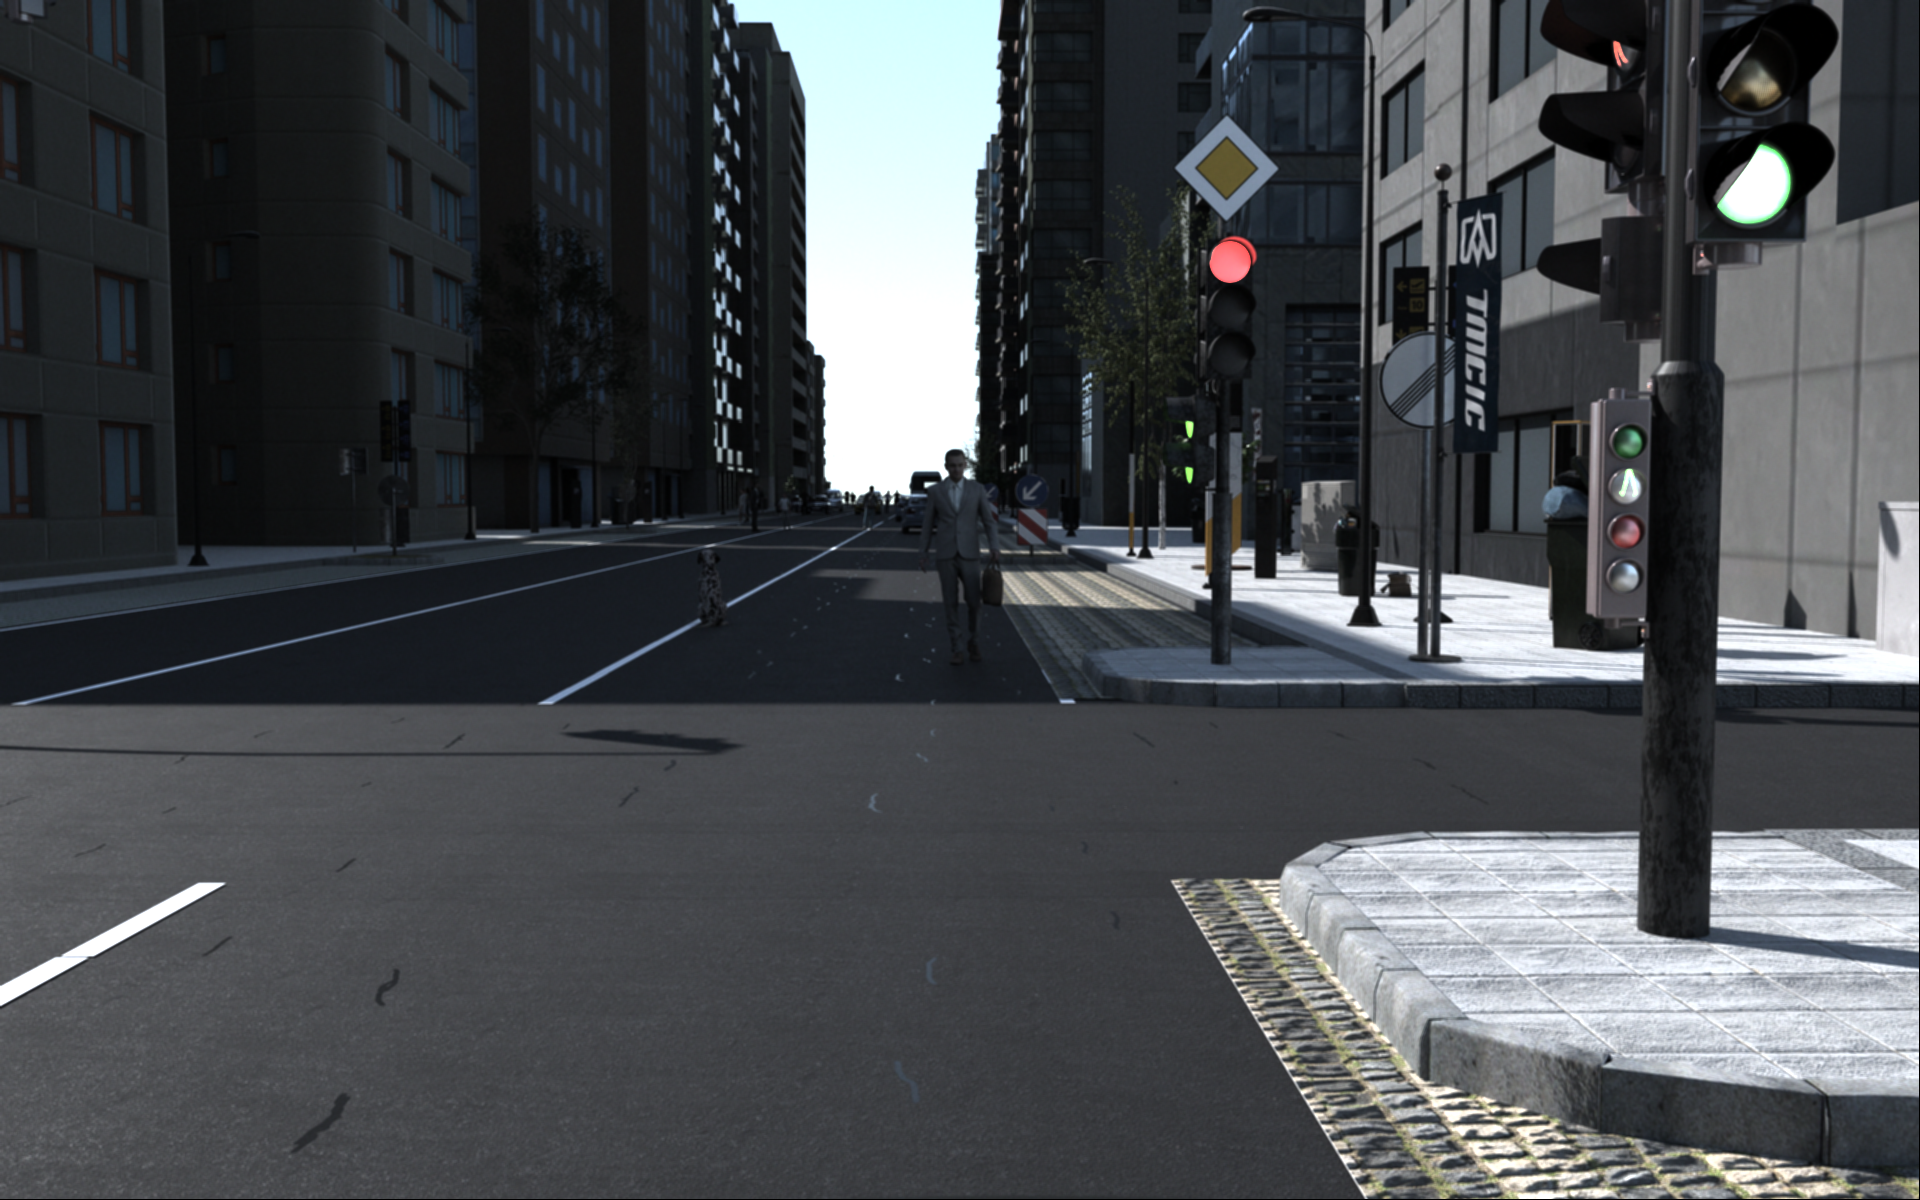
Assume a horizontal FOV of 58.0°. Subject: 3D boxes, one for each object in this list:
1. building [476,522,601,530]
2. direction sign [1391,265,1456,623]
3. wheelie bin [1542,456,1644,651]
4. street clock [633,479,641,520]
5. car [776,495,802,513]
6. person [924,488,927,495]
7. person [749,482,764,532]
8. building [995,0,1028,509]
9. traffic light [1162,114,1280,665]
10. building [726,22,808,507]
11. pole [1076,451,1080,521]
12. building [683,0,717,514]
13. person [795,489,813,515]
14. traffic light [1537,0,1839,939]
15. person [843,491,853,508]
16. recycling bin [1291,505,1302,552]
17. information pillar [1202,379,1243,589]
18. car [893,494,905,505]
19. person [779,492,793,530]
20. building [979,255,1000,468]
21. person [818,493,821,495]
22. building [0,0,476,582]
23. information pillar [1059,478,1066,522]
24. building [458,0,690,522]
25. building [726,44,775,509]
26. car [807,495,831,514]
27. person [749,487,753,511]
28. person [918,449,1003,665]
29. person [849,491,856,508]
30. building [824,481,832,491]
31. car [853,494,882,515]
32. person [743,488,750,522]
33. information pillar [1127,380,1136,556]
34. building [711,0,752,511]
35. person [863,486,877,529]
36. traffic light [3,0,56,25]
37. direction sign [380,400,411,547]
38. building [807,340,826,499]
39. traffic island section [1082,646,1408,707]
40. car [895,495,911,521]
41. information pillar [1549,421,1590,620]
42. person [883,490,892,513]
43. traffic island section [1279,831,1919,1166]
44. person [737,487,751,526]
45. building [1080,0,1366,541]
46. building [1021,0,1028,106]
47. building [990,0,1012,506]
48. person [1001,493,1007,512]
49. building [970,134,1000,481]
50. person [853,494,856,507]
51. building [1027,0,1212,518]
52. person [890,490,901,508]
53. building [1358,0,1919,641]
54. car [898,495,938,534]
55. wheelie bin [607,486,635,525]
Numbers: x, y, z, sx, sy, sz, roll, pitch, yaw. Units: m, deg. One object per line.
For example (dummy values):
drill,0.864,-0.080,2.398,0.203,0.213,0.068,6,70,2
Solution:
building,-22.177,-25.543,67.732,14.600,45.320,14.200,0,4,-1
direction sign,4.748,-1.546,17.277,0.876,3.537,0.379,1,4,17
wheelie bin,5.271,-0.398,14.416,0.980,1.594,0.693,-3,4,-36
street clock,-16.089,-4.983,86.048,0.471,2.002,0.358,3,4,37
car,-12.881,-7.243,131.009,1.945,1.354,3.894,0,4,1
person,-2.060,-5.785,103.173,0.705,1.812,1.348,1,4,17
person,-7.678,-3.530,65.576,0.474,1.900,0.648,0,4,6
building,14.327,-30.209,148.537,22.147,44.769,28.867,0,4,-1
traffic light,1.955,-1.472,12.985,0.839,4.253,0.868,0,4,-1
building,-27.633,-34.201,182.889,21.300,48.544,21.600,0,4,-1
pole,5.544,-5.352,81.352,0.158,3.312,0.155,0,3,0
building,-23.316,-25.995,108.610,14.154,41.232,14.086,0,4,-1
person,-10.589,-6.679,117.833,1.348,1.807,0.705,2,4,24
traffic light,-0.019,-1.845,4.829,4.771,5.953,1.251,0,4,-1
person,-11.471,-10.214,176.317,1.217,1.723,0.721,0,4,-7
recycling bin,7.673,-1.585,38.463,0.722,1.027,0.722,1,4,21
information pillar,3.550,-1.959,23.378,0.504,3.616,0.183,0,4,2
car,-7.822,-13.273,227.244,2.015,1.641,3.980,0,4,-2
person,-6.981,-3.576,69.565,0.503,1.515,0.523,-2,4,-33
building,9.273,-26.803,209.922,14.160,30.474,14.107,0,4,-1
person,-15.716,-11.336,194.569,0.628,1.438,0.799,0,4,6
building,-28.016,-11.695,36.253,27.650,21.520,28.899,0,4,-1
information pillar,4.730,-4.619,80.019,0.304,2.012,0.304,0,4,-8
building,-22.831,-27.168,94.308,14.600,45.320,14.200,0,4,-1
building,-24.243,-28.748,153.627,14.154,41.232,14.086,0,4,-1
car,-10.158,-6.807,123.872,1.945,1.354,3.894,0,4,-1
person,-16.044,-7.787,133.369,0.705,1.822,1.348,-1,4,-21
person,0.006,-0.367,14.624,0.709,1.813,0.853,0,4,-3
person,-11.470,-10.641,183.307,1.217,1.723,0.721,3,4,36
building,-33.926,-33.197,234.655,32.217,40.220,23.993,0,4,-1
car,-6.498,-6.856,122.326,2.015,1.641,3.980,0,4,1
person,-11.114,-4.928,89.798,0.721,1.735,1.217,0,4,2
information pillar,3.560,-2.720,35.830,0.183,3.616,0.504,0,4,8
building,-28.659,-31.268,130.839,23.786,49.044,30.456,0,4,-1
person,-3.668,-3.775,70.563,0.623,1.781,0.721,0,4,2
traffic light,-9.215,-2.335,12.842,4.771,5.953,1.251,0,4,-1
direction sign,-13.671,-3.058,42.000,0.876,3.537,0.379,1,4,21
building,-30.916,-22.253,208.871,27.650,21.520,28.899,0,4,-1
traffic island section,1.995,0.562,13.100,2.009,0.180,2.903,0,4,-1
car,-2.493,-4.909,92.262,2.014,1.417,4.499,0,4,1
information pillar,6.192,-0.798,17.538,0.304,2.012,0.304,-3,5,-43
person,-5.460,-7.454,131.318,0.756,1.711,0.436,-1,4,-22
traffic island section,2.111,1.050,5.115,2.009,0.180,2.903,0,4,-1
person,-9.889,-4.272,79.101,0.466,1.731,0.760,3,4,38
building,16.857,-45.754,60.752,22.319,86.520,31.000,0,4,-1
building,15.684,-30.533,118.816,23.786,49.044,30.456,0,4,-1
building,12.795,-46.064,191.402,20.563,71.187,20.611,0,4,-1
person,3.161,-7.255,125.575,0.541,1.710,0.530,-2,4,-34
building,13.200,-37.434,231.655,23.786,49.044,30.456,0,4,-1
person,-11.808,-11.096,193.147,0.421,1.427,0.697,-2,4,-27
building,10.680,-19.900,97.068,14.160,30.474,14.107,0,4,-1
person,-5.476,-8.694,150.786,1.348,1.807,0.705,-1,4,-11
building,18.159,-35.699,21.935,20.611,71.187,20.563,0,4,-1
car,-1.276,-3.176,63.936,2.014,1.417,4.499,0,4,-3
wheelie bin,-14.182,-3.915,71.915,0.980,1.594,0.693,-2,4,-29
